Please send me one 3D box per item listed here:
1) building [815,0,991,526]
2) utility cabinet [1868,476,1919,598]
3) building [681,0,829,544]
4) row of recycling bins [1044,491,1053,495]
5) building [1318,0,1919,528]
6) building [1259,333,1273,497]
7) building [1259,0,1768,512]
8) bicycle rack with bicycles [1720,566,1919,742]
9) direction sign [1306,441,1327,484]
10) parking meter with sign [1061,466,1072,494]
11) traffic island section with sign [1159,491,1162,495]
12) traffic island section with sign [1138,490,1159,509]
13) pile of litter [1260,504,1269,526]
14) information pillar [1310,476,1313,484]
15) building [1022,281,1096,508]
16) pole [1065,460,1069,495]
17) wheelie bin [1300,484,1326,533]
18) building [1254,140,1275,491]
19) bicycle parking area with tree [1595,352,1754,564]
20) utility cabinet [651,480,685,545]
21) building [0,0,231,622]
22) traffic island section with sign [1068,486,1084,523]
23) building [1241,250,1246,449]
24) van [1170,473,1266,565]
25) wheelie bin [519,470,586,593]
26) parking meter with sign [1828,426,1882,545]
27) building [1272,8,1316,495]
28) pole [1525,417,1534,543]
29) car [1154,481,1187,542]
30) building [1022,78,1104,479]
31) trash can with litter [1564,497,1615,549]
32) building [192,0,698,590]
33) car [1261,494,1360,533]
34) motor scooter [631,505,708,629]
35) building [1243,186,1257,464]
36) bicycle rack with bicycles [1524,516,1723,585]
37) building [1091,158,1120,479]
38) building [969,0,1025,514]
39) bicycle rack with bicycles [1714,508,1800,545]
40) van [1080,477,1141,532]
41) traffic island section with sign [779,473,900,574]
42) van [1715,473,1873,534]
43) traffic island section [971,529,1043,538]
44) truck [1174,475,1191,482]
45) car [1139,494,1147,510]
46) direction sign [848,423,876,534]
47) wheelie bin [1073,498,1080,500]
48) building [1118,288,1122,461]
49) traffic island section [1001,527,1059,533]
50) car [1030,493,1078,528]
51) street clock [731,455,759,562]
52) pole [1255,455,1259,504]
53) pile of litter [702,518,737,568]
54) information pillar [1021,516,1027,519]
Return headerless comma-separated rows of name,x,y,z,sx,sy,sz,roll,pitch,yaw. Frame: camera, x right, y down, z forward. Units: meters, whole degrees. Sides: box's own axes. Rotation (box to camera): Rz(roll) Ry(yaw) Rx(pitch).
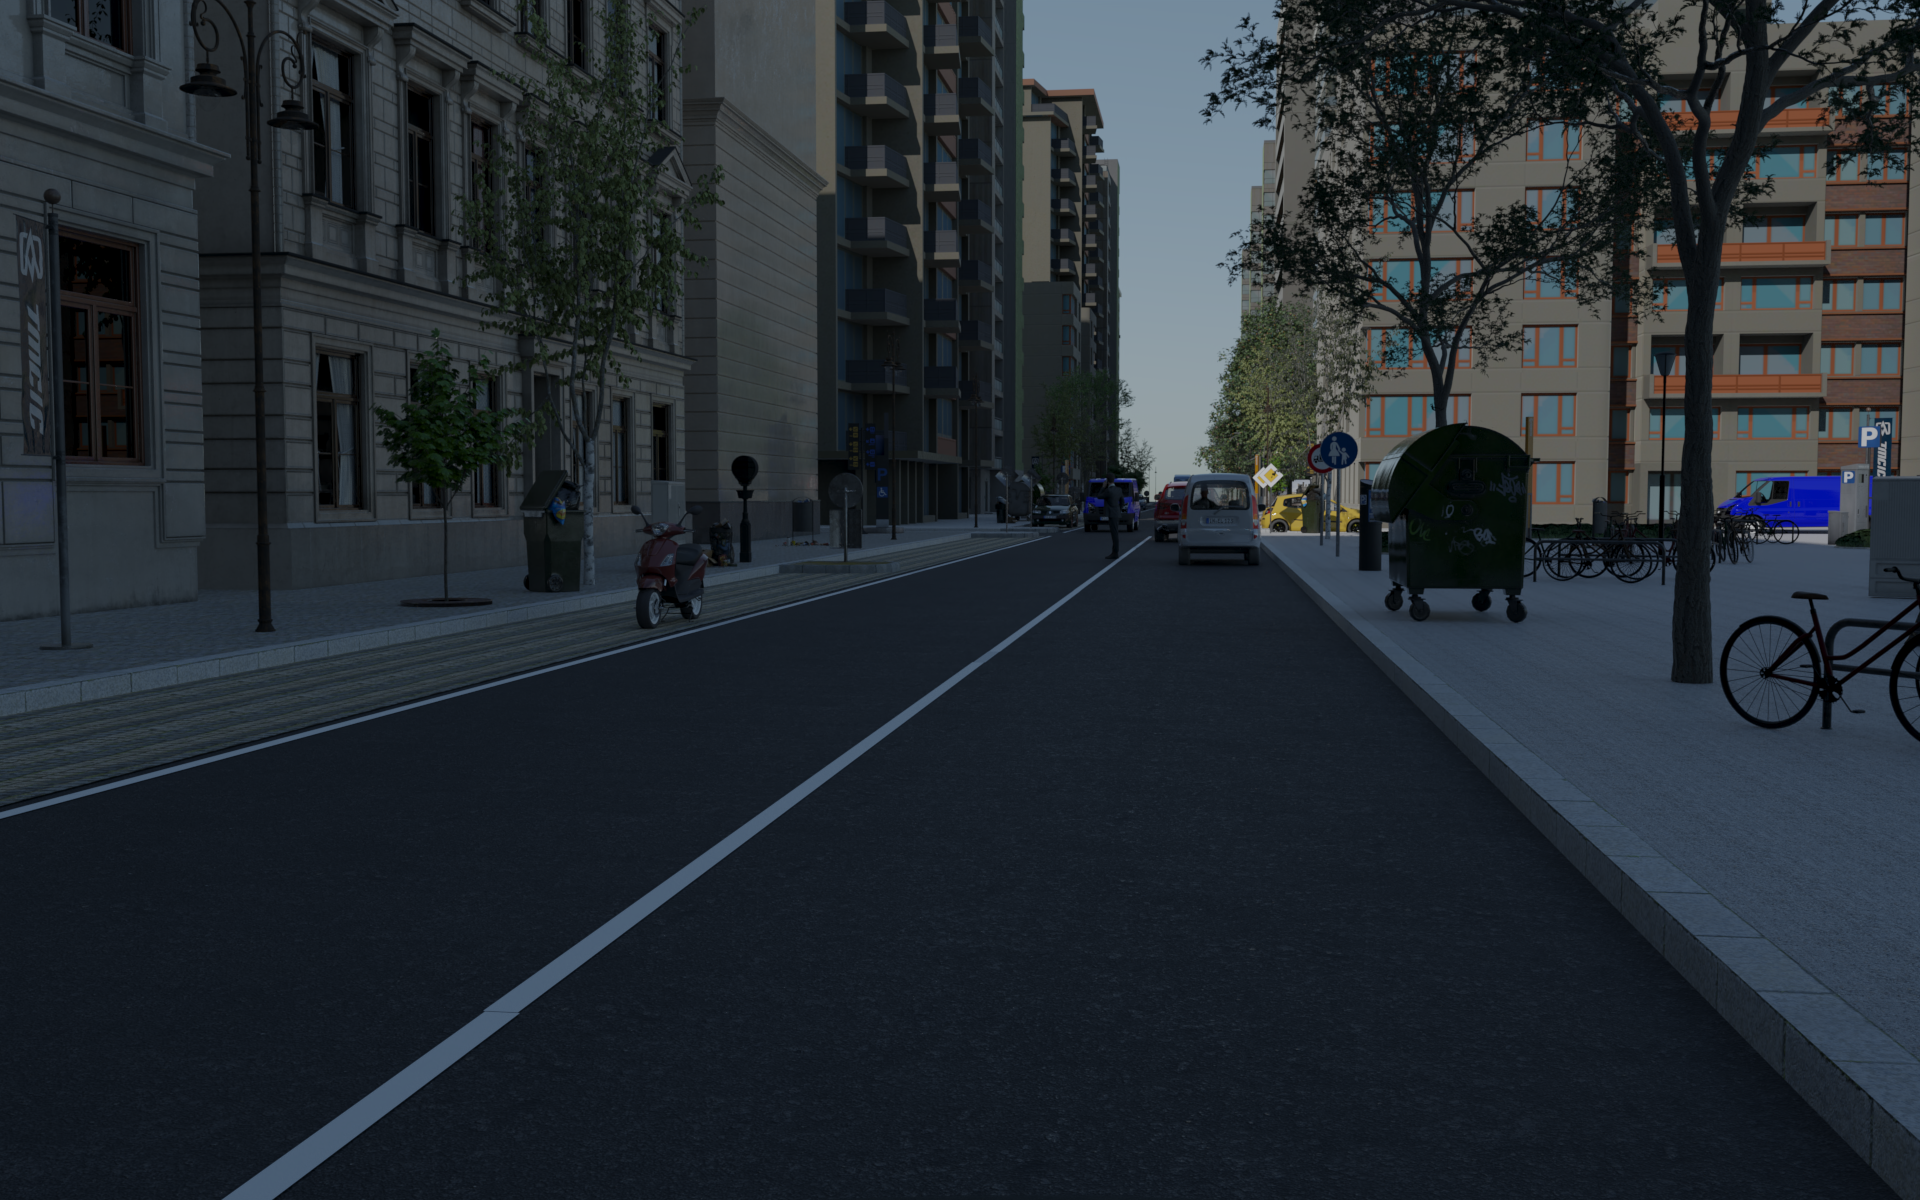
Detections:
building,-10.219,-26.221,83.344,22.147,44.769,28.867,1,4,8
utility cabinet,11.782,-0.761,21.129,1.173,1.500,0.318,2,4,35
building,-17.263,-15.499,50.668,25.104,27.353,12.463,1,4,8
row of recycling bins,5.532,-7.798,134.607,3.534,1.692,1.069,1,4,18
building,31.223,-14.113,75.792,28.899,21.520,27.650,1,4,8
building,45.226,-20.515,180.464,27.650,21.520,28.899,1,4,8
building,37.491,-26.206,120.345,32.217,40.220,23.993,1,4,8
bicycle rack with bicycles,5.842,0.281,8.796,2.852,0.926,2.925,-1,4,-23
direction sign,15.205,-5.009,73.894,0.876,3.537,0.379,0,4,2
parking meter with sign,6.487,-6.646,104.926,0.543,3.016,1.738,0,4,-3
traffic island section with sign,28.586,-14.529,246.178,1.989,1.847,2.006,1,4,8
traffic island section with sign,20.623,-11.134,190.675,1.989,1.847,2.006,1,4,8
pile of litter,12.494,-3.433,70.098,1.176,0.858,1.719,1,4,14
information pillar,17.440,-5.785,85.937,0.183,3.616,0.504,1,4,17
building,-2.424,-19.095,157.237,27.650,21.520,28.899,1,4,8
pole,6.392,-6.707,103.507,0.158,3.312,0.155,0,3,0
wheelie bin,11.588,-2.984,56.692,0.693,1.594,0.980,3,5,43
building,42.140,-31.705,201.974,14.154,41.232,14.086,1,4,8
bicycle parking area with tree,16.786,-2.898,34.389,8.231,4.147,9.016,2,4,33
utility cabinet,-4.804,-1.220,28.620,0.318,1.500,1.173,0,4,4
building,-15.401,-10.701,11.117,11.583,22.565,21.152,1,4,8
traffic island section with sign,5.834,-4.830,87.590,1.989,1.847,2.006,1,4,8
building,53.695,-36.961,287.900,14.154,41.232,14.086,1,4,8
van,5.415,-1.791,36.295,2.013,2.044,4.112,0,4,8
wheelie bin,-5.360,-0.914,22.846,0.693,1.594,0.980,-3,5,-44
parking meter with sign,22.727,-2.924,44.067,1.738,3.016,0.543,-3,4,-38
building,39.199,-32.450,154.259,21.300,48.544,21.600,1,4,8
pole,14.992,-3.170,45.680,0.158,3.312,0.155,0,3,0
car,7.089,-2.734,53.369,2.281,1.827,5.304,1,4,9
building,3.877,-32.479,185.656,22.147,44.769,28.867,1,4,8
trash can with litter,14.917,-1.847,41.251,2.233,1.210,1.678,-3,4,-38
building,-12.283,-10.246,32.157,10.561,19.102,19.286,1,4,8
car,12.294,-2.992,59.141,3.980,1.641,2.015,1,4,9
motor scooter,-3.173,-0.385,19.064,0.815,1.314,1.986,1,4,9
building,45.600,-33.476,230.921,14.154,41.232,14.086,1,4,8
bicycle rack with bicycles,9.513,-0.757,25.757,2.925,0.926,2.852,2,4,31
building,11.560,-31.978,206.426,14.154,41.232,14.086,1,4,8
building,-3.529,-26.245,112.702,14.154,41.232,14.086,1,4,8
bicycle rack with bicycles,20.447,-1.937,45.058,2.852,0.926,2.925,-2,4,-35
van,5.896,-3.833,67.051,2.240,2.365,5.245,1,4,9
traffic island section with sign,-2.161,-1.428,31.983,1.989,1.847,2.006,1,4,8
van,28.449,-3.326,58.765,5.245,2.365,2.240,0,4,7
traffic island section,1.538,-2.166,57.693,2.009,0.180,2.903,1,4,8
truck,31.438,-15.552,244.031,2.967,4.110,18.799,0,4,8
car,15.819,-8.776,155.489,2.014,1.417,4.499,0,4,6
direction sign,-3.133,-3.878,55.407,0.876,3.537,0.379,0,4,-8
wheelie bin,8.481,-7.314,127.492,0.693,1.594,0.980,1,4,8
building,13.900,-36.490,288.490,32.217,40.220,23.993,1,4,8
traffic island section,2.672,-2.649,65.597,2.009,0.180,2.903,1,4,8
car,4.048,-3.914,73.784,2.009,1.686,4.222,1,4,9
street clock,-4.031,-1.708,32.502,0.471,2.002,0.358,0,4,8
pole,15.455,-5.889,90.135,0.158,3.312,0.155,0,3,0
pile of litter,-4.506,-1.035,30.884,1.176,0.858,1.719,0,4,5
information pillar,3.363,-5.288,90.954,0.304,2.012,0.304,1,4,14
